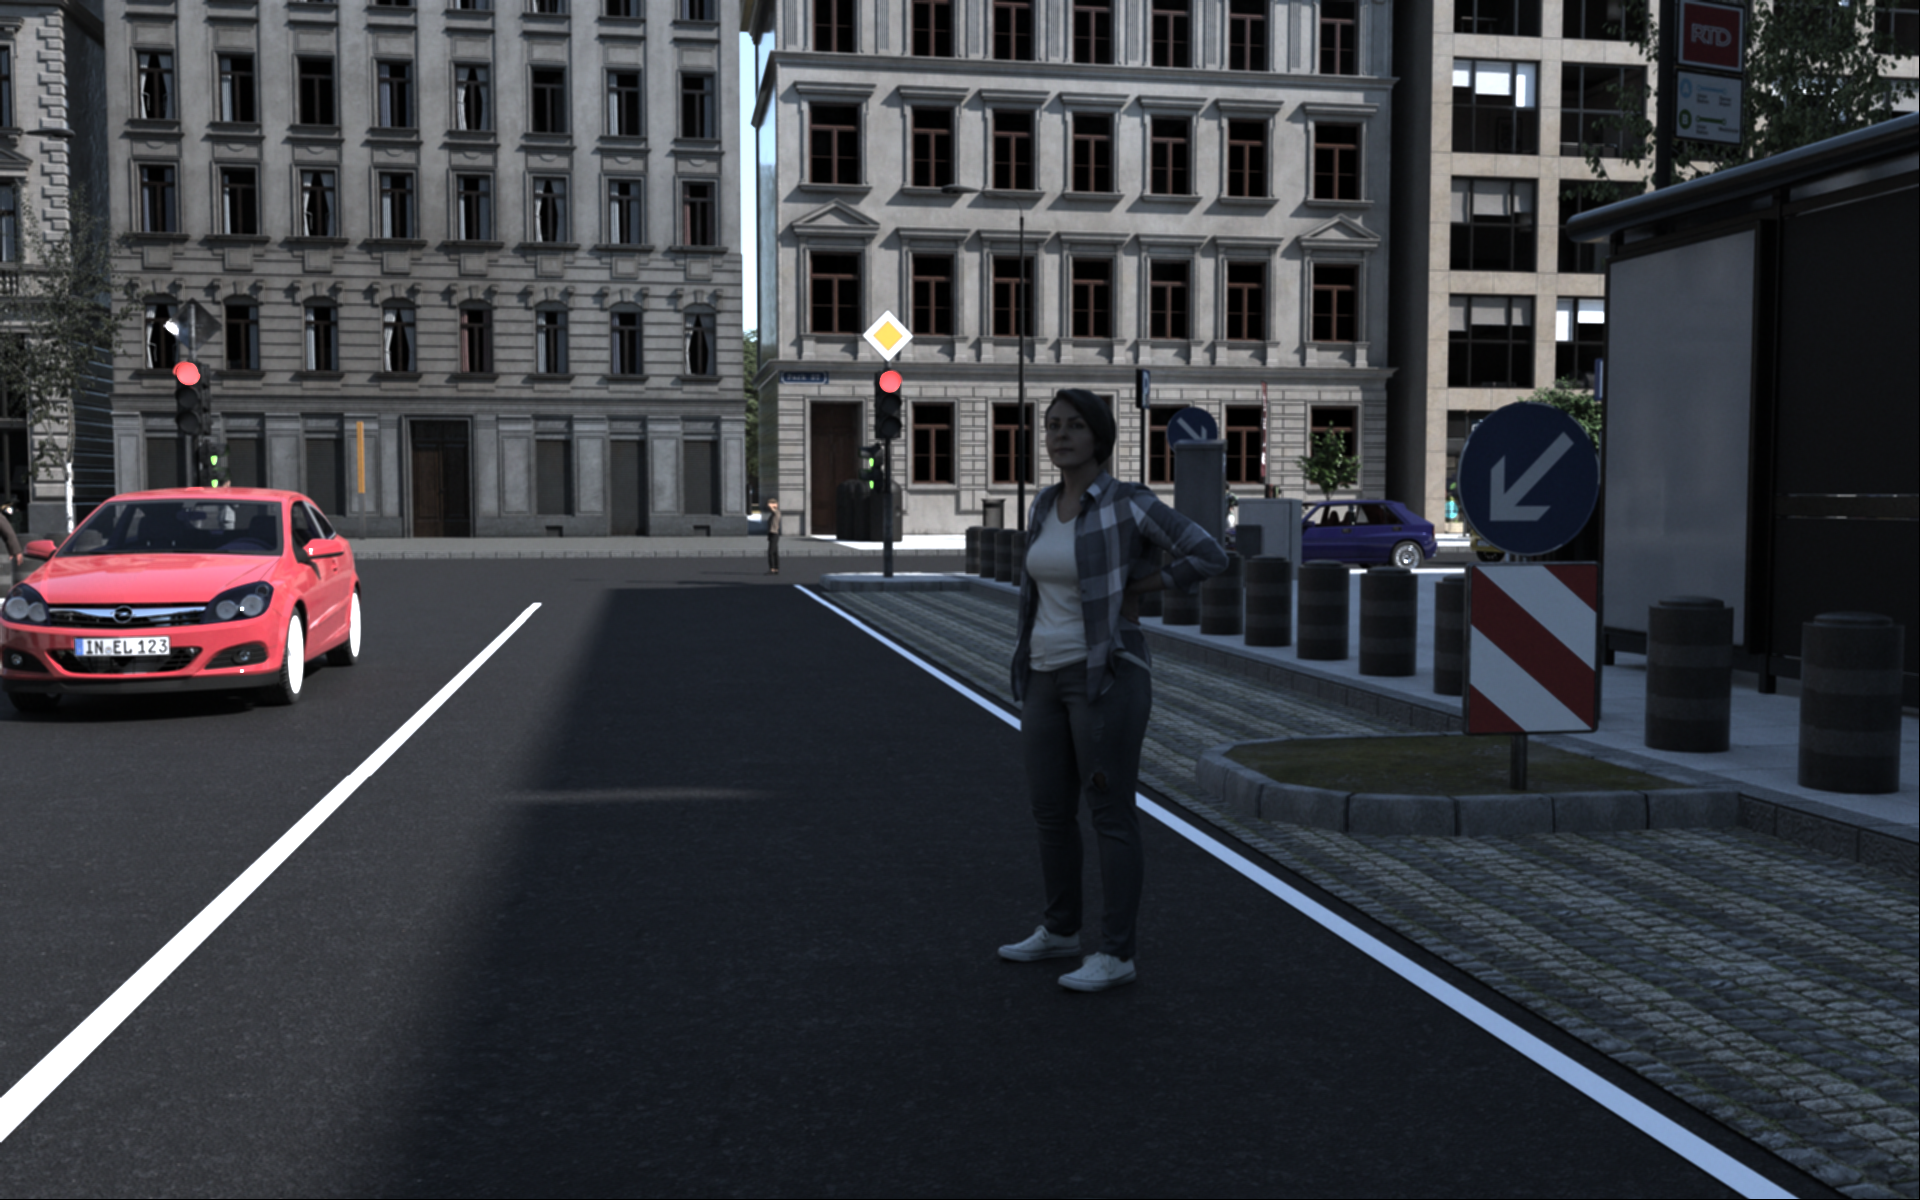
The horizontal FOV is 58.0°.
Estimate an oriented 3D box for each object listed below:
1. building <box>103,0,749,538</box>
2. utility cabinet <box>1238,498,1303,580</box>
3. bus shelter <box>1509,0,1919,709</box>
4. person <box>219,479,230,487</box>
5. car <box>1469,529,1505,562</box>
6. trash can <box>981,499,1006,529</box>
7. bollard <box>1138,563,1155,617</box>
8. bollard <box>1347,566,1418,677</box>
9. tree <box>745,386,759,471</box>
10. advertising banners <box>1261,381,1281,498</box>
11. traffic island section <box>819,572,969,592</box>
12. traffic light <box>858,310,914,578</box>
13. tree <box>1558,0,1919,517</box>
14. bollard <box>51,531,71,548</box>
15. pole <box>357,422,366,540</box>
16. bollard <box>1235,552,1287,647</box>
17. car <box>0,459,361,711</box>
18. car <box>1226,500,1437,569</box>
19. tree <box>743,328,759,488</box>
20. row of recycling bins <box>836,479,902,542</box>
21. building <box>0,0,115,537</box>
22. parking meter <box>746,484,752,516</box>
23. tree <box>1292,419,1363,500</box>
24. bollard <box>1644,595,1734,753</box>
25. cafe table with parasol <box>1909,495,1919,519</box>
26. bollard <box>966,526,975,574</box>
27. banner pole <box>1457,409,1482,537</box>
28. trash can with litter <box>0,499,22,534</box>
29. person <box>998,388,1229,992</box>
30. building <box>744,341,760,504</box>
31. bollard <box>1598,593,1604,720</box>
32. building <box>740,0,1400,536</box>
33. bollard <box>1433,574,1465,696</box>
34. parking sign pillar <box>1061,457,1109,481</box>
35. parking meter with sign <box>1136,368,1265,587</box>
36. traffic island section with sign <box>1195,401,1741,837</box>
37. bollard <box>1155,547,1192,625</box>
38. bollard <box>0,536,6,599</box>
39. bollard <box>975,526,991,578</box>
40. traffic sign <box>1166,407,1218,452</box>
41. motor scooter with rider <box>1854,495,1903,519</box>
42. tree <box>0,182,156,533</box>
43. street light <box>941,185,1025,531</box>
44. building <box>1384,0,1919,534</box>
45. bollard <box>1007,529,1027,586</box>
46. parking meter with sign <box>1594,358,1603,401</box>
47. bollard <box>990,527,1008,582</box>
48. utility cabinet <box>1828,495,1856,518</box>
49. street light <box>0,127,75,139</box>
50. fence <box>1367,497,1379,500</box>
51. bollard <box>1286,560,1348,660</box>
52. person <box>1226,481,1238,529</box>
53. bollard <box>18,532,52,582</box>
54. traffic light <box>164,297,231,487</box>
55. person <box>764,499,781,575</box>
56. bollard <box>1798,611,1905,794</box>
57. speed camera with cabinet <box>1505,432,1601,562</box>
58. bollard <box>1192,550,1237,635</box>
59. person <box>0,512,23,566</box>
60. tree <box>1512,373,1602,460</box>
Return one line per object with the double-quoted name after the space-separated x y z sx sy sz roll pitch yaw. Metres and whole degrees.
-16.001 -12.565 54.586 18.267 20.994 9.793 -1 4 -10 "building"
4.692 -0.922 26.230 0.306 1.237 1.020 -3 5 -41 "utility cabinet"
5.857 -2.076 11.582 2.179 5.291 8.768 -1 4 -10 "bus shelter"
-14.902 -1.627 35.283 0.511 1.800 0.466 2 4 30 "person"
12.524 -1.545 35.485 3.980 1.641 2.015 -1 4 -11 "car"
0.963 -2.340 49.919 0.748 1.137 0.748 0 3 0 "trash can"
1.985 -0.218 18.273 0.404 0.777 0.398 0 3 0 "bollard"
3.048 0.146 12.333 0.404 0.777 0.398 0 3 0 "bollard"
-20.544 -14.000 150.955 6.751 12.117 7.091 0 3 0 "tree"
4.963 -1.930 27.741 0.090 3.025 2.074 1 4 18 "advertising banners"
-1.083 -0.268 26.667 2.009 0.180 2.903 -1 4 -10 "traffic island section"
-1.125 -2.301 26.546 0.839 4.253 0.868 -1 4 -10 "traffic light"
9.006 -4.192 18.900 4.737 8.622 4.395 0 3 0 "tree"
-12.346 -0.551 23.733 0.404 0.777 0.398 0 3 0 "bollard"
-16.877 -3.362 48.813 0.158 3.312 0.155 0 3 0 "pole"
2.620 0.000 14.713 0.404 0.777 0.398 0 3 0 "bollard"
-5.652 -0.237 12.923 2.155 1.783 4.494 -1 4 -11 "car"
6.544 -1.151 31.406 3.894 1.354 1.945 -1 4 -9 "car"
-14.892 -12.259 118.557 7.486 12.596 7.792 0 3 0 "tree"
-2.545 -2.474 47.565 1.069 1.692 3.534 -2 4 -23 "row of recycling bins"
-35.247 -13.638 51.864 19.941 23.489 11.050 -1 4 -10 "building"
-12.545 -5.949 102.985 0.255 1.863 0.399 1 4 12 "parking meter"
9.684 -3.079 44.940 1.663 3.219 1.824 0 3 0 "tree"
3.683 0.365 8.752 0.404 0.777 0.398 0 3 0 "bollard"
30.619 -3.041 54.587 2.610 1.966 2.610 -3 5 -39 "cafe table with parasol"
0.289 -0.801 27.815 0.404 0.777 0.398 0 3 0 "bollard"
15.198 -3.754 51.393 0.863 3.779 0.401 -1 4 -19 "banner pole"
-23.976 -1.944 43.166 1.055 1.170 0.624 0 4 5 "trash can with litter"
0.385 0.251 5.127 0.376 1.734 0.841 -2 4 -32 "person"
-30.013 -23.156 223.647 28.899 21.520 27.650 -1 4 -10 "building"
3.477 0.292 9.940 0.404 0.777 0.398 0 3 0 "bollard"
3.257 -13.618 58.805 21.152 22.565 11.583 -1 4 -10 "building"
3.256 0.219 11.137 0.404 0.777 0.398 0 3 0 "bollard"
3.389 -3.587 47.122 1.447 3.967 1.447 0 4 3 "parking sign pillar"
3.345 -1.699 24.047 1.738 3.016 0.543 1 4 18 "parking meter with sign"
2.203 0.028 8.174 1.989 1.847 2.006 -1 4 -10 "traffic island section with sign"
2.199 -0.145 17.089 0.404 0.777 0.398 0 3 0 "bollard"
-11.918 -0.405 21.346 0.404 0.777 0.398 0 3 0 "bollard"
0.499 -0.728 26.624 0.404 0.777 0.398 0 3 0 "bollard"
3.399 -1.550 25.446 0.768 2.556 0.104 0 4 -3 "traffic sign"
21.709 -1.966 41.108 1.986 1.779 0.876 -1 4 -8 "motor scooter with rider"
-21.020 -5.491 40.135 4.360 8.622 3.978 0 3 0 "tree"
0.402 -3.287 26.277 1.470 5.913 1.316 -1 4 -10 "street light"
29.902 -16.051 66.946 34.151 26.468 19.350 -1 4 -10 "building"
0.928 -0.582 24.238 0.404 0.777 0.398 0 3 0 "bollard"
9.052 -1.606 22.519 1.738 3.016 0.543 -2 4 -28 "parking meter with sign"
0.714 -0.655 25.429 0.404 0.777 0.398 0 3 0 "bollard"
27.018 -2.714 53.056 1.173 1.500 0.318 -3 4 -37 "utility cabinet"
-11.918 -3.027 22.026 1.470 5.913 1.316 -1 4 -10 "street light"
11.816 -2.347 49.581 0.480 1.192 2.264 0 4 5 "fence"
2.835 0.073 13.520 0.404 0.777 0.398 0 3 0 "bollard"
5.972 -1.809 38.793 0.376 1.734 0.841 -1 4 -13 "person"
-12.134 -0.478 22.532 0.404 0.777 0.398 0 3 0 "bollard"
-10.929 -2.194 24.790 0.839 4.253 0.868 -1 4 -10 "traffic light"
-3.362 -1.130 30.890 0.340 1.345 0.435 -1 4 -16 "person"
3.893 0.437 7.569 0.404 0.777 0.398 0 3 0 "bollard"
8.769 -1.839 24.403 0.660 3.252 2.038 -3 5 -45 "speed camera with cabinet"
2.410 -0.073 15.906 0.404 0.777 0.398 0 3 0 "bollard"
-9.223 -0.432 16.119 0.434 1.755 0.990 3 5 42 "person"
16.377 -3.880 47.150 4.285 4.588 4.351 0 3 0 "tree"
